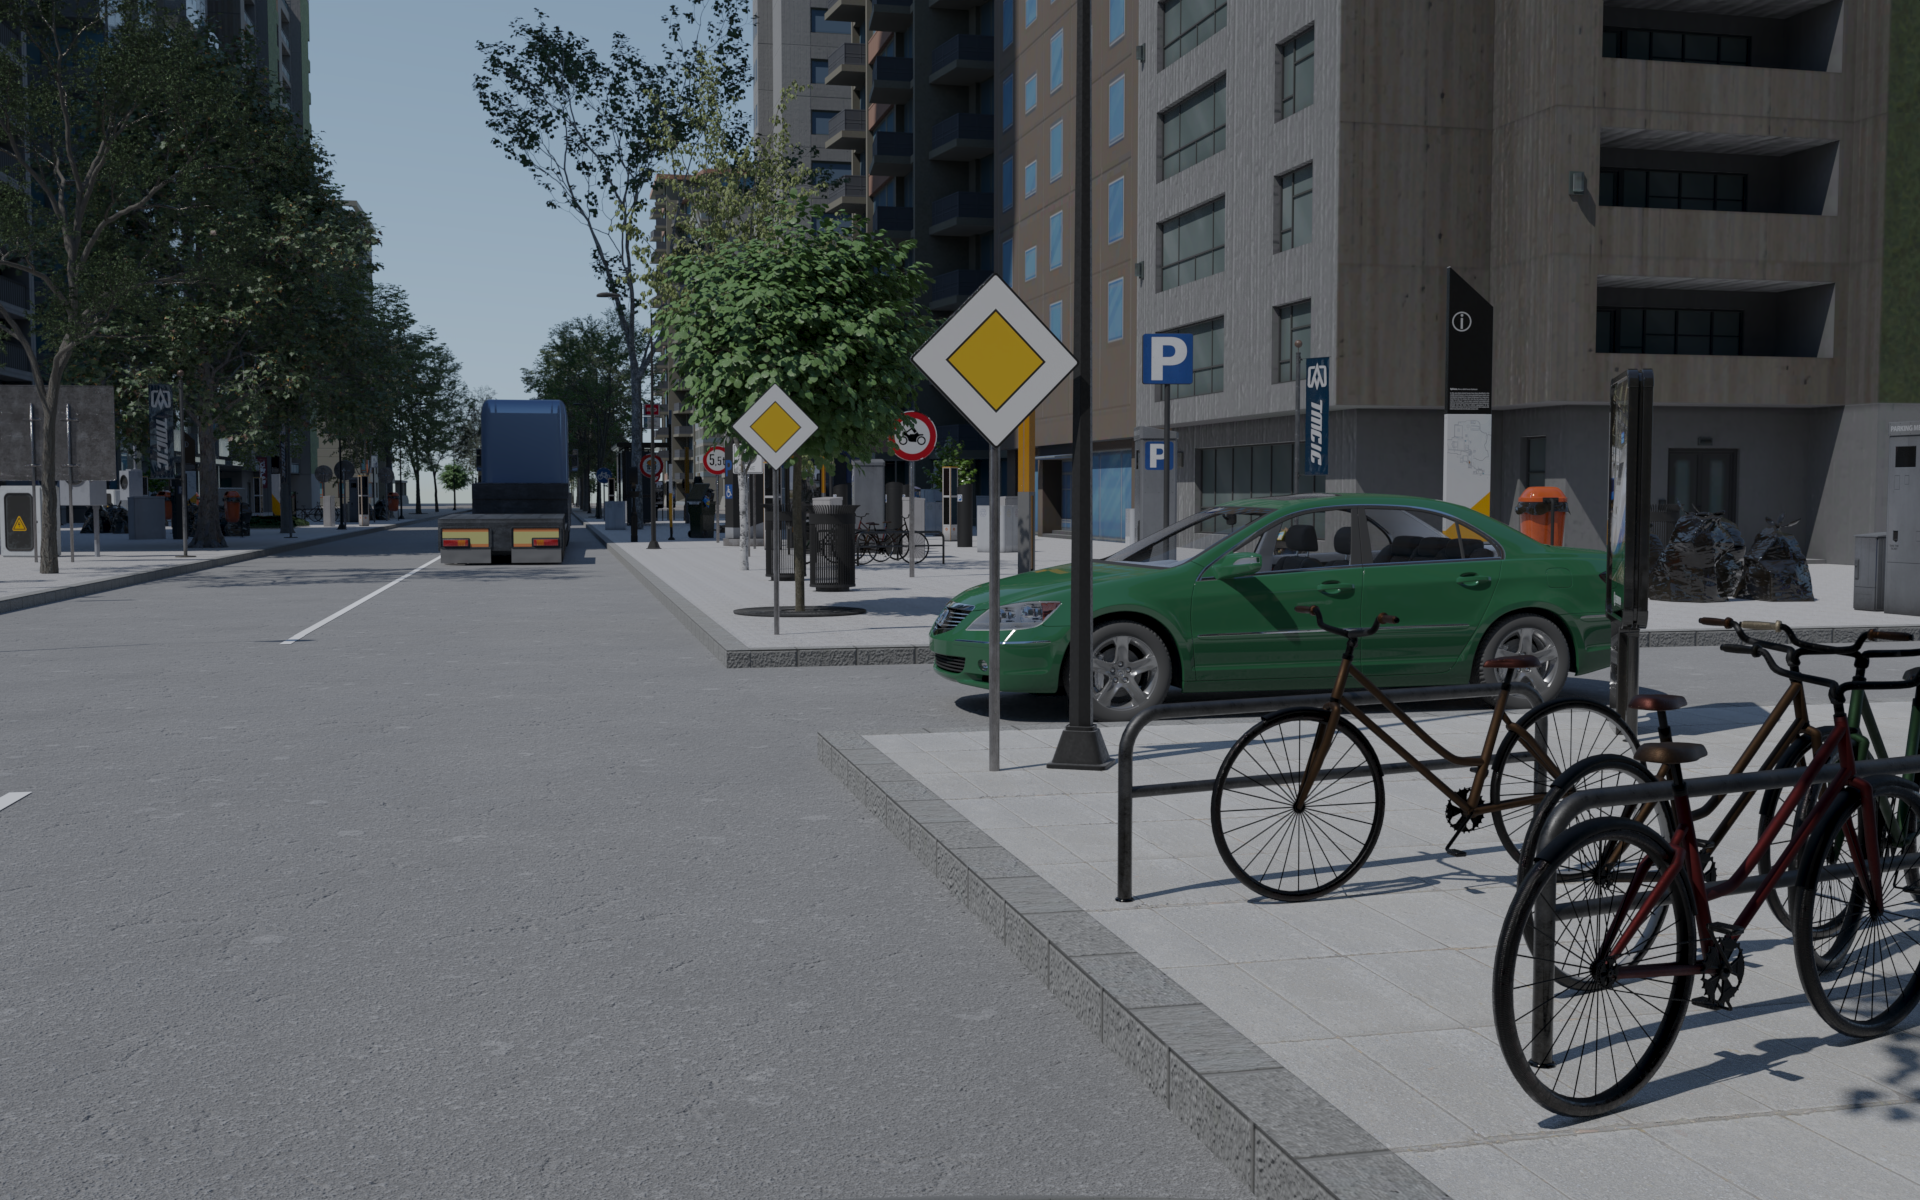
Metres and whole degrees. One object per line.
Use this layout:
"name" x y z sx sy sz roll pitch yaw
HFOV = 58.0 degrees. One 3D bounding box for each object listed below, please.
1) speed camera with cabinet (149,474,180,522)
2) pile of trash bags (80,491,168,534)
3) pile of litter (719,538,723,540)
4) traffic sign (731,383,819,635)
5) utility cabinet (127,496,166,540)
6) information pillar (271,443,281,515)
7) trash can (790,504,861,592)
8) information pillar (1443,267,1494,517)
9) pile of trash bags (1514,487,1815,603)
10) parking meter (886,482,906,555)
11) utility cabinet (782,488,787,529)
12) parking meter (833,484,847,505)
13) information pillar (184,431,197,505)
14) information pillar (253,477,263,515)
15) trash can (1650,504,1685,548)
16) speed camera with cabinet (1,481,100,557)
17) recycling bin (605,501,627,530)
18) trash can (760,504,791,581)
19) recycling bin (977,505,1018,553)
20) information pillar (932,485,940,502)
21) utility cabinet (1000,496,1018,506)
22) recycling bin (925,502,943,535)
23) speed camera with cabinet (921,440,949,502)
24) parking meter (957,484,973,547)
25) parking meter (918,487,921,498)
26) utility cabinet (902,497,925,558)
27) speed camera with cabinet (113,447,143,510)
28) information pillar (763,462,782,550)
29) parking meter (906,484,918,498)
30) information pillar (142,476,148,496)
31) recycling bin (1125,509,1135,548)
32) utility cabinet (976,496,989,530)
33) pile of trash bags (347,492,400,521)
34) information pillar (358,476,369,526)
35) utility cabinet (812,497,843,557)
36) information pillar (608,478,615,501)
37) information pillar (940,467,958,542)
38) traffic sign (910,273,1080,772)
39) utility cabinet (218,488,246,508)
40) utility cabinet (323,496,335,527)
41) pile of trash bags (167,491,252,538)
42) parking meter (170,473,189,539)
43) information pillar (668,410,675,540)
"speed camera with cabinet" -36.290 -5.215 79.604 2.038 3.252 0.660 1 4 18
"pile of trash bags" -27.055 -2.871 56.696 3.447 1.369 1.912 1 4 21
"pile of litter" -6.069 -2.149 49.108 1.719 0.858 1.176 0 4 -4
"traffic sign" -1.675 -0.740 15.736 0.795 2.450 0.064 -1 4 -13
"utility cabinet" -23.090 -2.325 49.168 0.306 1.237 1.020 2 4 27
"information pillar" -28.258 -4.908 71.606 0.504 3.616 0.183 2 4 28
"trash can" -1.684 -0.686 22.864 0.748 1.137 0.748 0 3 0
"information pillar" 5.254 -1.628 17.981 0.504 3.616 0.183 0 4 -4
"pile of trash bags" 8.470 -0.700 21.202 3.447 1.369 1.912 0 4 -7
"parking meter" -1.390 -1.734 36.769 0.372 1.533 0.369 0 3 0
"utility cabinet" -5.878 -3.274 62.209 1.173 1.500 0.318 0 4 -7
"parking meter" -3.111 -2.241 45.052 0.372 1.533 0.369 0 3 0
"information pillar" -27.648 -4.324 62.056 0.504 3.616 0.183 -3 5 -45
"information pillar" -30.702 -4.361 75.792 0.304 2.012 0.304 0 4 -1
"trash can" 10.096 -0.823 25.113 0.748 1.137 0.748 0 3 0
"speed camera with cabinet" -18.432 -2.497 35.157 2.038 3.252 0.660 1 4 9
"recycling bin" -12.402 -3.050 62.427 0.722 1.027 0.722 0 4 -6
"trash can" -2.583 -0.858 25.686 0.748 1.137 0.748 0 3 0
"recycling bin" 0.851 -1.567 38.182 0.722 1.027 0.722 2 4 32
"information pillar" -0.824 -3.466 61.166 0.304 2.012 0.304 -1 4 -12
"utility cabinet" 1.332 -2.234 47.681 0.306 1.237 1.020 2 4 26
"recycling bin" -0.703 -2.569 54.556 0.722 1.027 0.722 1 4 10
"speed camera with cabinet" -0.993 -3.999 59.727 2.038 3.252 0.660 3 5 42
"parking meter" 0.118 -2.042 41.796 0.372 1.533 0.369 0 3 0
"parking meter" -1.285 -2.464 48.705 0.372 1.533 0.369 0 3 0
"utility cabinet" -0.928 -1.456 34.966 0.306 1.237 1.020 -1 4 -12
"speed camera with cabinet" -31.458 -4.321 64.991 2.038 3.252 0.660 3 4 37
"information pillar" -4.292 -2.153 39.698 0.304 2.012 0.304 2 4 29
"parking meter" -1.324 -2.065 42.177 0.372 1.533 0.369 0 3 0
"information pillar" -33.944 -4.127 71.961 0.304 2.012 0.304 2 4 34
"recycling bin" 3.254 -1.061 29.906 0.722 1.027 0.722 0 4 -1
"utility cabinet" 1.082 -3.121 62.187 1.020 1.237 0.306 2 4 33
"pile of trash bags" -28.399 -4.551 84.161 3.447 1.369 1.912 2 4 35
"information pillar" -23.802 -3.953 69.122 0.304 2.012 0.304 -3 5 -44
"utility cabinet" -2.746 -1.508 35.812 0.306 1.237 1.020 -2 4 -25
"information pillar" -16.117 -4.624 80.088 0.304 2.012 0.304 -1 4 -15
"information pillar" -0.263 -2.584 46.739 0.304 2.012 0.304 3 5 44
"traffic sign" 0.156 -0.264 7.963 0.795 2.450 0.064 -1 4 -13
"utility cabinet" -25.574 -3.176 60.603 0.318 1.500 1.173 2 4 33
"utility cabinet" -24.963 -3.508 68.514 0.306 1.237 1.020 -1 4 -11
"pile of trash bags" -22.264 -2.588 52.072 1.912 1.369 3.447 -3 4 -39
"parking meter" -22.103 -2.650 49.038 0.255 1.863 0.399 3 4 38
"information pillar" -8.039 -3.472 48.128 0.183 3.616 0.504 0 4 -8
